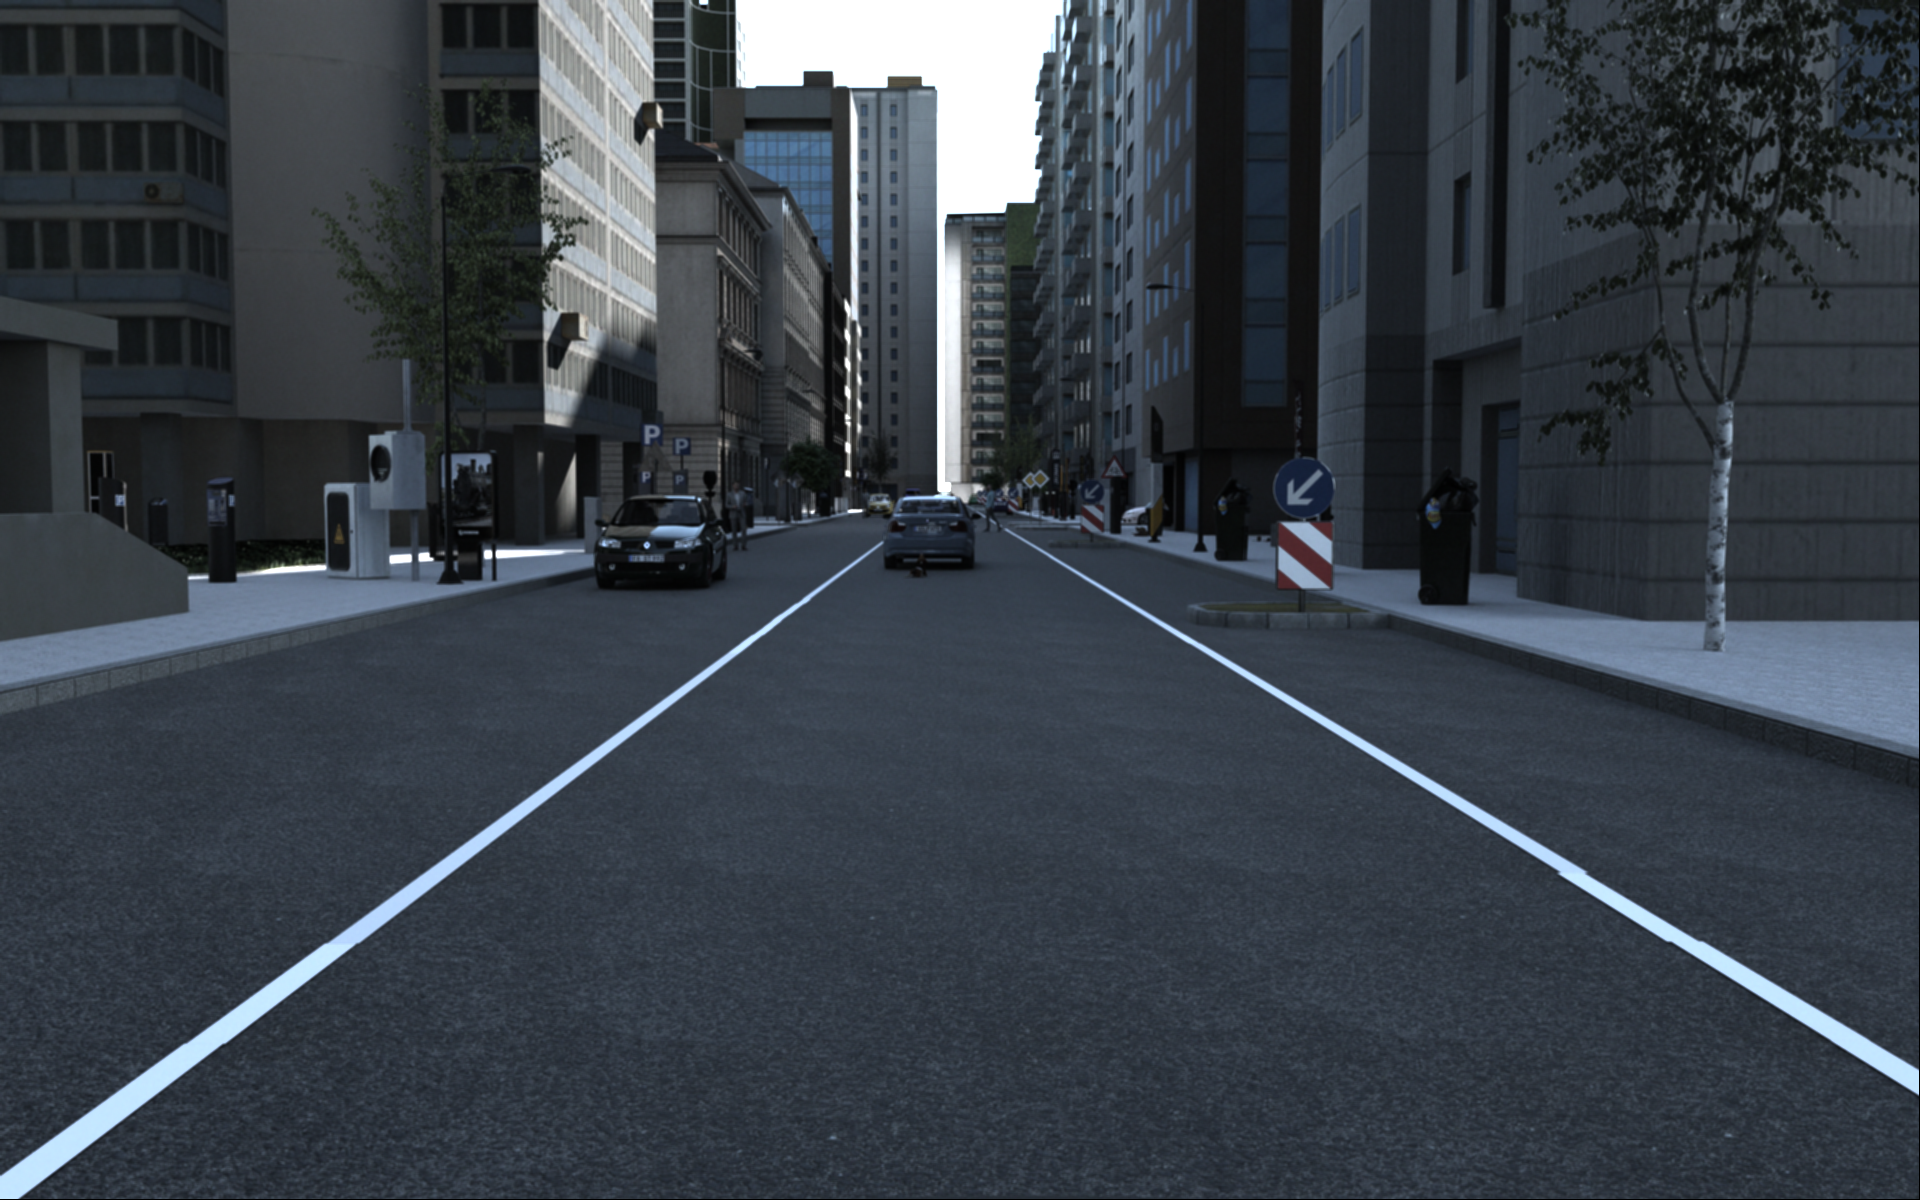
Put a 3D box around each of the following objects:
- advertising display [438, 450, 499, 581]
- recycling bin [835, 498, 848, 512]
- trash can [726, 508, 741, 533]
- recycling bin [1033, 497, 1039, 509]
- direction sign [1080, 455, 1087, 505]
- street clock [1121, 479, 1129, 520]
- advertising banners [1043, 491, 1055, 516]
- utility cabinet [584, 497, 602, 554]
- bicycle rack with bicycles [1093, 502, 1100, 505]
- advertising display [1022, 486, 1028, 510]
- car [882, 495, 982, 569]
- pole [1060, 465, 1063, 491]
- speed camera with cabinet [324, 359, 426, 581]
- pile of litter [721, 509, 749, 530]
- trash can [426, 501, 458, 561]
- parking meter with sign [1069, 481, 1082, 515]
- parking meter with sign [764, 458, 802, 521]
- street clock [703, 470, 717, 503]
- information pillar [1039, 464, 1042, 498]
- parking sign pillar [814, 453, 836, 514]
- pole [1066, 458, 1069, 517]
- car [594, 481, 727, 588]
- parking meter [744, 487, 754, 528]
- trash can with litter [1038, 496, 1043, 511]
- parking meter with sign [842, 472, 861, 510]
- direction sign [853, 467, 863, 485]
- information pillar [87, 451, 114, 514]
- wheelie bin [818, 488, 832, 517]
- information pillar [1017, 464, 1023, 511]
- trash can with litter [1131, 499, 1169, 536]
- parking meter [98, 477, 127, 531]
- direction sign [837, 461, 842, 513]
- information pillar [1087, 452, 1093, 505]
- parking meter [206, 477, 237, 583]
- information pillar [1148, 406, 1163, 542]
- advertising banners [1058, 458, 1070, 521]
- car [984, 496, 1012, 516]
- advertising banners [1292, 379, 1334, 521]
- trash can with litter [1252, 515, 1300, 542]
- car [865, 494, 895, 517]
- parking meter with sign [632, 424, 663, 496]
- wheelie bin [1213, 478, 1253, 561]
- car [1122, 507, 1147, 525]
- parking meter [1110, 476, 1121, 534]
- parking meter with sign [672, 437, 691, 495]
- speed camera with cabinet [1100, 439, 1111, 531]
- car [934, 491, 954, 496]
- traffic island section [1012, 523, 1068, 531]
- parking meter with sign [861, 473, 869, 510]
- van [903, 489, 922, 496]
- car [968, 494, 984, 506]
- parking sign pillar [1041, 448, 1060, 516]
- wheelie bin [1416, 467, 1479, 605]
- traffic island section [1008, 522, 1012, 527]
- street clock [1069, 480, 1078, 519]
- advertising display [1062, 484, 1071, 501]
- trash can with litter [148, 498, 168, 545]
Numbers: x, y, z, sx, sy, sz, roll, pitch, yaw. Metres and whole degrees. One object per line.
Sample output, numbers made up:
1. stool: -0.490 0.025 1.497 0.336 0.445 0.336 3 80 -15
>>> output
1. advertising display: -7.289 -1.254 25.715 0.974 1.923 0.123 1 4 20
2. recycling bin: -8.339 -6.736 122.681 0.722 1.027 0.722 0 4 7
3. trash can: -7.565 -2.830 57.927 0.748 1.137 0.748 0 3 0
4. recycling bin: 6.857 -8.494 151.428 0.722 1.027 0.722 -2 4 -34
5. direction sign: 7.272 -6.680 101.219 0.379 3.537 0.876 -2 4 -32
6. street clock: 8.016 -4.916 84.941 0.471 2.002 0.358 1 4 19
7. advertising banners: 5.354 -6.351 100.031 0.090 3.025 2.074 2 4 32
8. utility cabinet: -7.944 -1.615 37.572 0.306 1.237 1.020 0 4 -6
9. bicycle rack with bicycles: 9.477 -6.034 112.038 2.852 0.926 2.925 1 4 23
10. advertising display: 4.932 -7.951 135.205 0.974 1.923 0.123 -3 5 -43
11. car: -0.579 -1.381 34.579 2.014 1.417 4.499 0 4 1
12. pole: 7.087 -7.767 120.828 0.158 3.312 0.155 0 3 0
13. speed camera with cabinet: -8.765 -1.929 25.875 2.038 3.252 0.660 3 5 43
14. pile of litter: -8.191 -2.973 62.571 1.176 0.858 1.719 1 4 8
15. trash can: -9.903 -1.325 33.312 0.748 1.137 0.748 0 3 0
16. parking meter with sign: 7.012 -6.605 104.248 0.543 3.016 1.738 -2 4 -32
17. parking meter with sign: -8.467 -5.313 83.129 1.738 3.016 0.543 -2 4 -25
18. street clock: -7.680 -2.977 53.246 0.358 2.002 0.471 -3 4 -37
19. information pillar: 6.224 -8.714 133.824 0.183 3.616 0.504 1 4 13
20. parking sign pillar: -8.724 -7.546 111.852 1.447 3.967 1.447 2 4 33
21. pole: 6.103 -6.388 98.290 0.158 3.312 0.155 0 3 0
22. car: -4.725 -1.093 27.653 2.009 1.686 4.222 0 4 -2
23. parking meter: -7.975 -3.483 65.355 0.372 1.533 0.369 0 3 0
24. trash can with litter: 6.362 -7.217 129.392 1.055 1.170 0.624 1 4 8
25. parking meter with sign: -8.852 -8.526 135.660 1.738 3.016 0.543 0 4 7
26. direction sign: -8.607 -9.456 146.607 0.876 3.537 0.379 -1 4 -13
27. information pillar: -14.666 -1.536 29.610 0.304 2.012 0.304 0 4 -1
28. wheelie bin: -7.616 -5.479 97.496 0.693 1.594 0.980 -1 4 -17
29. information pillar: 4.540 -8.587 131.745 0.504 3.616 0.183 2 4 34
30. trash can with litter: 5.783 -2.529 52.739 1.055 1.170 0.624 -2 4 -31
31. parking meter: -12.650 -1.069 25.884 0.372 1.533 0.369 0 3 0
32. direction sign: -8.173 -7.682 117.597 0.379 3.537 0.876 1 4 12
33. information pillar: 7.220 -6.421 96.334 0.183 3.616 0.504 -2 4 -35
34. parking meter: -10.729 -1.024 25.159 0.372 1.533 0.369 0 3 0
35. information pillar: 5.230 -3.349 46.109 0.183 3.616 0.504 3 4 38
36. advertising banners: 5.067 -5.341 83.517 0.090 3.025 2.074 1 4 16
37. car: 2.621 -6.394 117.126 1.945 1.354 3.894 0 4 -2
38. advertising banners: 5.554 -1.903 27.303 0.090 3.025 2.074 2 4 29
39. trash can with litter: 8.752 -2.185 46.774 2.233 1.210 1.678 1 4 18
40. car: -5.094 -6.064 109.377 2.015 1.641 3.980 0 4 0
41. parking meter with sign: -7.962 -2.902 43.712 0.543 3.016 1.738 -1 4 -23
42. wheelie bin: 5.281 -1.563 33.463 0.693 1.594 0.980 1 4 19
43. car: 9.394 -3.805 74.575 4.827 1.381 2.083 0 4 0
44. parking meter: 5.020 -3.066 55.845 0.255 1.863 0.399 -1 4 -17
45. parking meter with sign: -8.501 -3.443 52.560 0.543 3.016 1.738 0 4 -4
46. speed camera with cabinet: 5.275 -4.099 61.356 0.660 3.252 2.038 0 4 6
47. car: -1.804 -11.635 198.912 2.281 1.827 5.304 0 4 -2
48. traffic island section: 3.228 -2.880 69.363 2.009 0.180 2.903 0 4 0
49. parking meter with sign: -8.319 -8.863 141.163 1.738 3.016 0.543 -3 4 -38
50. van: -5.732 -12.627 210.841 2.240 2.365 5.245 0 4 -1
51. car: 1.972 -12.660 215.787 1.959 1.807 4.718 0 4 -2
52. parking sign pillar: 5.537 -6.966 102.373 1.447 3.967 1.447 -1 4 -11
53. wheelie bin: 5.695 -0.755 20.245 0.693 1.594 0.980 1 4 18
54. traffic island section: 3.171 -3.368 77.348 2.009 0.180 2.903 0 4 0
55. street clock: 5.698 -5.080 87.634 0.471 2.002 0.358 3 4 38
56. advertising display: 6.872 -6.451 110.684 0.123 1.923 0.974 -3 4 -37
57. trash can with litter: -15.300 -1.390 33.788 1.678 1.210 2.233 1 4 9
